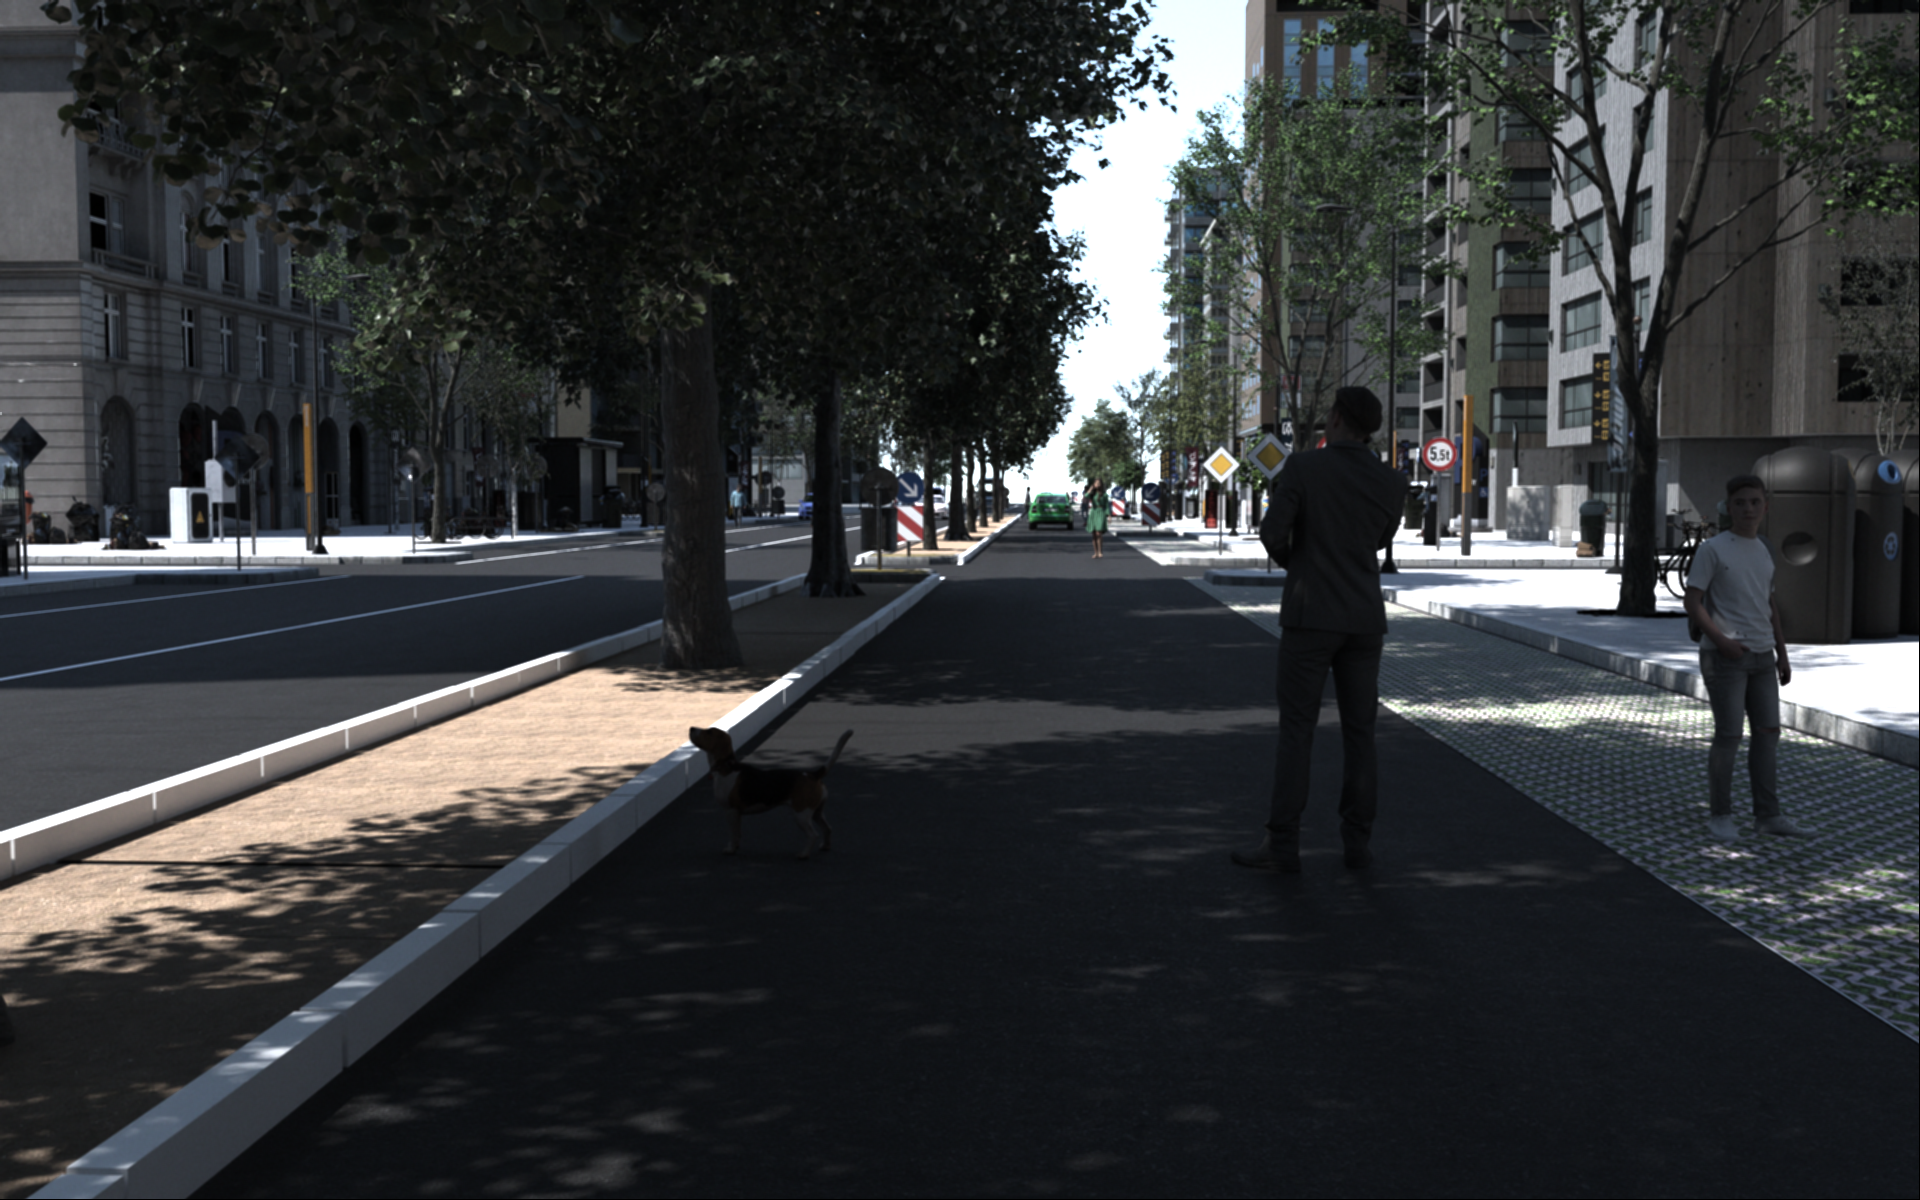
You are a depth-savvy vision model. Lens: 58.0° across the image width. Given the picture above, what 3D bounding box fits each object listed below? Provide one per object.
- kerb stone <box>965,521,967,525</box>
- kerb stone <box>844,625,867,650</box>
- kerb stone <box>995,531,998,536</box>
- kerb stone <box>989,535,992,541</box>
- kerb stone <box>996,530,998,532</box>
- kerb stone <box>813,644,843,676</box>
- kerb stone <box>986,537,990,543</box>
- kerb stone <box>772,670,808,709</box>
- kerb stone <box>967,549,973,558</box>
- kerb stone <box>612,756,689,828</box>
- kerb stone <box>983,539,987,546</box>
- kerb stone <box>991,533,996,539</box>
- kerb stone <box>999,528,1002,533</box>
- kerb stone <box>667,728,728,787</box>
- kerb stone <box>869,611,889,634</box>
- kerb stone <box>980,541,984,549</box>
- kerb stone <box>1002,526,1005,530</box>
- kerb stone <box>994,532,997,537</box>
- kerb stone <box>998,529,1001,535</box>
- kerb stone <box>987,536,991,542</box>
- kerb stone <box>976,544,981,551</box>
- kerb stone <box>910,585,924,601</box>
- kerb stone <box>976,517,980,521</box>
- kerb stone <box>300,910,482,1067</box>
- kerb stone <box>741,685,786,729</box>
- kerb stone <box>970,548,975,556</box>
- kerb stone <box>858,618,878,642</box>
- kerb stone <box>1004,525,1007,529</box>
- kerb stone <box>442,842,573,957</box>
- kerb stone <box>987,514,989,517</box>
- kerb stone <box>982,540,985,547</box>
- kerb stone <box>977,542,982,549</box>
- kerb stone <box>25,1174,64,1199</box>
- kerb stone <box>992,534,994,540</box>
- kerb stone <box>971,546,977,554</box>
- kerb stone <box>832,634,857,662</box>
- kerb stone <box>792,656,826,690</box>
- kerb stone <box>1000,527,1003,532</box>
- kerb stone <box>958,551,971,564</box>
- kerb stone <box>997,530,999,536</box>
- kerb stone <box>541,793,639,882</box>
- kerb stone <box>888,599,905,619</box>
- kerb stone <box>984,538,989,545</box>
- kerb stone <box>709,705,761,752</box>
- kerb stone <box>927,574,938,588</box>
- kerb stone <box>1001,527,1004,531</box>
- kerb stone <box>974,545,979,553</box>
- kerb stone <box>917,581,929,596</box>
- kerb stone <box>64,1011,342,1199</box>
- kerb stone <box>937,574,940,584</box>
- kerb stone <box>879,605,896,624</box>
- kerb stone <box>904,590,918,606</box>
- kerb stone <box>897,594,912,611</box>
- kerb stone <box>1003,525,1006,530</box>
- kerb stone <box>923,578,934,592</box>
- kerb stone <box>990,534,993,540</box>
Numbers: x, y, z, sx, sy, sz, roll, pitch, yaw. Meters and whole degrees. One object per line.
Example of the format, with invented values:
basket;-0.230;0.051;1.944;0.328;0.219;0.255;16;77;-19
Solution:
kerb stone;0.427;-3.798;84.289;0.120;0.150;1.000;0;4;3
kerb stone;-0.997;0.373;16.092;0.120;0.150;1.000;0;4;3
kerb stone;1.049;-2.037;55.556;0.120;0.150;1.000;0;4;3
kerb stone;0.778;-1.728;50.451;0.120;0.150;1.000;0;4;3
kerb stone;1.096;-2.103;56.577;0.120;0.150;1.000;0;4;3
kerb stone;-1.090;0.498;14.049;0.120;0.150;1.000;0;4;3
kerb stone;0.682;-1.599;48.409;0.120;0.150;1.000;0;4;3
kerb stone;-1.196;0.628;11.989;0.120;0.150;1.000;0;4;3
kerb stone;0.156;-0.975;38.140;0.120;0.150;1.000;0;4;3
kerb stone;-1.413;0.875;7.892;0.120;0.150;1.000;0;4;3
kerb stone;0.568;-1.478;46.358;0.120;0.150;1.000;0;4;3
kerb stone;0.944;-1.915;53.513;0.120;0.150;1.000;0;4;3
kerb stone;1.315;-2.354;60.680;0.120;0.150;1.000;0;4;3
kerb stone;-1.358;0.815;8.913;0.120;0.150;1.000;0;4;3
kerb stone;-0.877;0.248;18.133;0.120;0.150;1.000;0;4;3
kerb stone;0.469;-1.352;44.303;0.120;0.150;1.000;0;4;3
kerb stone;1.475;-2.540;63.770;0.120;0.150;1.000;0;4;3
kerb stone;0.997;-1.978;54.535;0.120;0.150;1.000;0;4;3
kerb stone;1.214;-2.225;58.635;0.120;0.150;1.000;0;4;3
kerb stone;0.733;-1.666;49.429;0.120;0.150;1.000;0;4;3
kerb stone;0.365;-1.223;42.259;0.120;0.150;1.000;0;4;3
kerb stone;-0.613;-0.065;23.252;0.120;0.150;1.000;0;4;3
kerb stone;1.113;-4.607;97.595;0.120;0.150;1.000;0;4;3
kerb stone;-1.564;1.065;4.825;0.120;0.150;1.000;0;4;3
kerb stone;-1.251;0.687;10.961;0.120;0.150;1.000;0;4;3
kerb stone;0.210;-1.034;39.173;0.120;0.150;1.000;0;4;3
kerb stone;-0.940;0.311;17.113;0.120;0.150;1.000;0;4;3
kerb stone;1.632;-2.730;66.831;0.120;0.150;1.000;0;4;3
kerb stone;-1.513;1.000;5.846;0.120;0.150;1.000;0;4;3
kerb stone;1.740;-5.358;109.878;0.120;0.150;1.000;0;4;3
kerb stone;0.521;-1.415;45.330;0.120;0.150;1.000;0;4;3
kerb stone;0.419;-1.290;43.283;0.120;0.150;1.000;0;4;3
kerb stone;-1.662;1.190;2.774;0.120;0.150;1.000;0;4;3
kerb stone;0.890;-1.849;52.493;0.120;0.150;1.000;0;4;3
kerb stone;0.256;-1.101;40.202;0.120;0.150;1.000;0;4;3
kerb stone;-1.034;0.438;15.070;0.120;0.150;1.000;0;4;3
kerb stone;-1.148;0.561;13.020;0.120;0.150;1.000;0;4;3
kerb stone;1.363;-2.417;61.713;0.120;0.150;1.000;0;4;3
kerb stone;0.098;-0.910;37.115;0.120;0.150;1.000;0;4;3
kerb stone;1.152;-2.158;57.602;0.120;0.150;1.000;0;4;3
kerb stone;-1.462;0.938;6.867;0.120;0.150;1.000;0;4;3
kerb stone;-0.773;0.123;20.181;0.120;0.150;1.000;0;4;3
kerb stone;0.635;-1.536;47.378;0.120;0.150;1.000;0;4;3
kerb stone;-1.299;0.750;9.934;0.120;0.150;1.000;0;4;3
kerb stone;-0.462;-0.252;26.321;0.120;0.150;1.000;0;4;3
kerb stone;1.420;-2.473;62.734;0.120;0.150;1.000;0;4;3
kerb stone;0.310;-1.164;41.224;0.120;0.150;1.000;0;4;3
kerb stone;-0.570;-0.127;24.274;0.120;0.150;1.000;0;4;3
kerb stone;-1.620;1.127;3.804;0.120;0.150;1.000;0;4;3
kerb stone;-0.406;-0.315;27.342;0.120;0.150;1.000;0;4;3
kerb stone;-0.835;0.187;19.155;0.120;0.150;1.000;0;4;3
kerb stone;-0.667;0.001;22.223;0.120;0.150;1.000;0;4;3
kerb stone;-0.722;0.061;21.202;0.120;0.150;1.000;0;4;3
kerb stone;1.576;-2.665;65.811;0.120;0.150;1.000;0;4;3
kerb stone;-0.513;-0.182;25.301;0.120;0.150;1.000;0;4;3
kerb stone;0.836;-1.791;51.472;0.120;0.150;1.000;0;4;3
